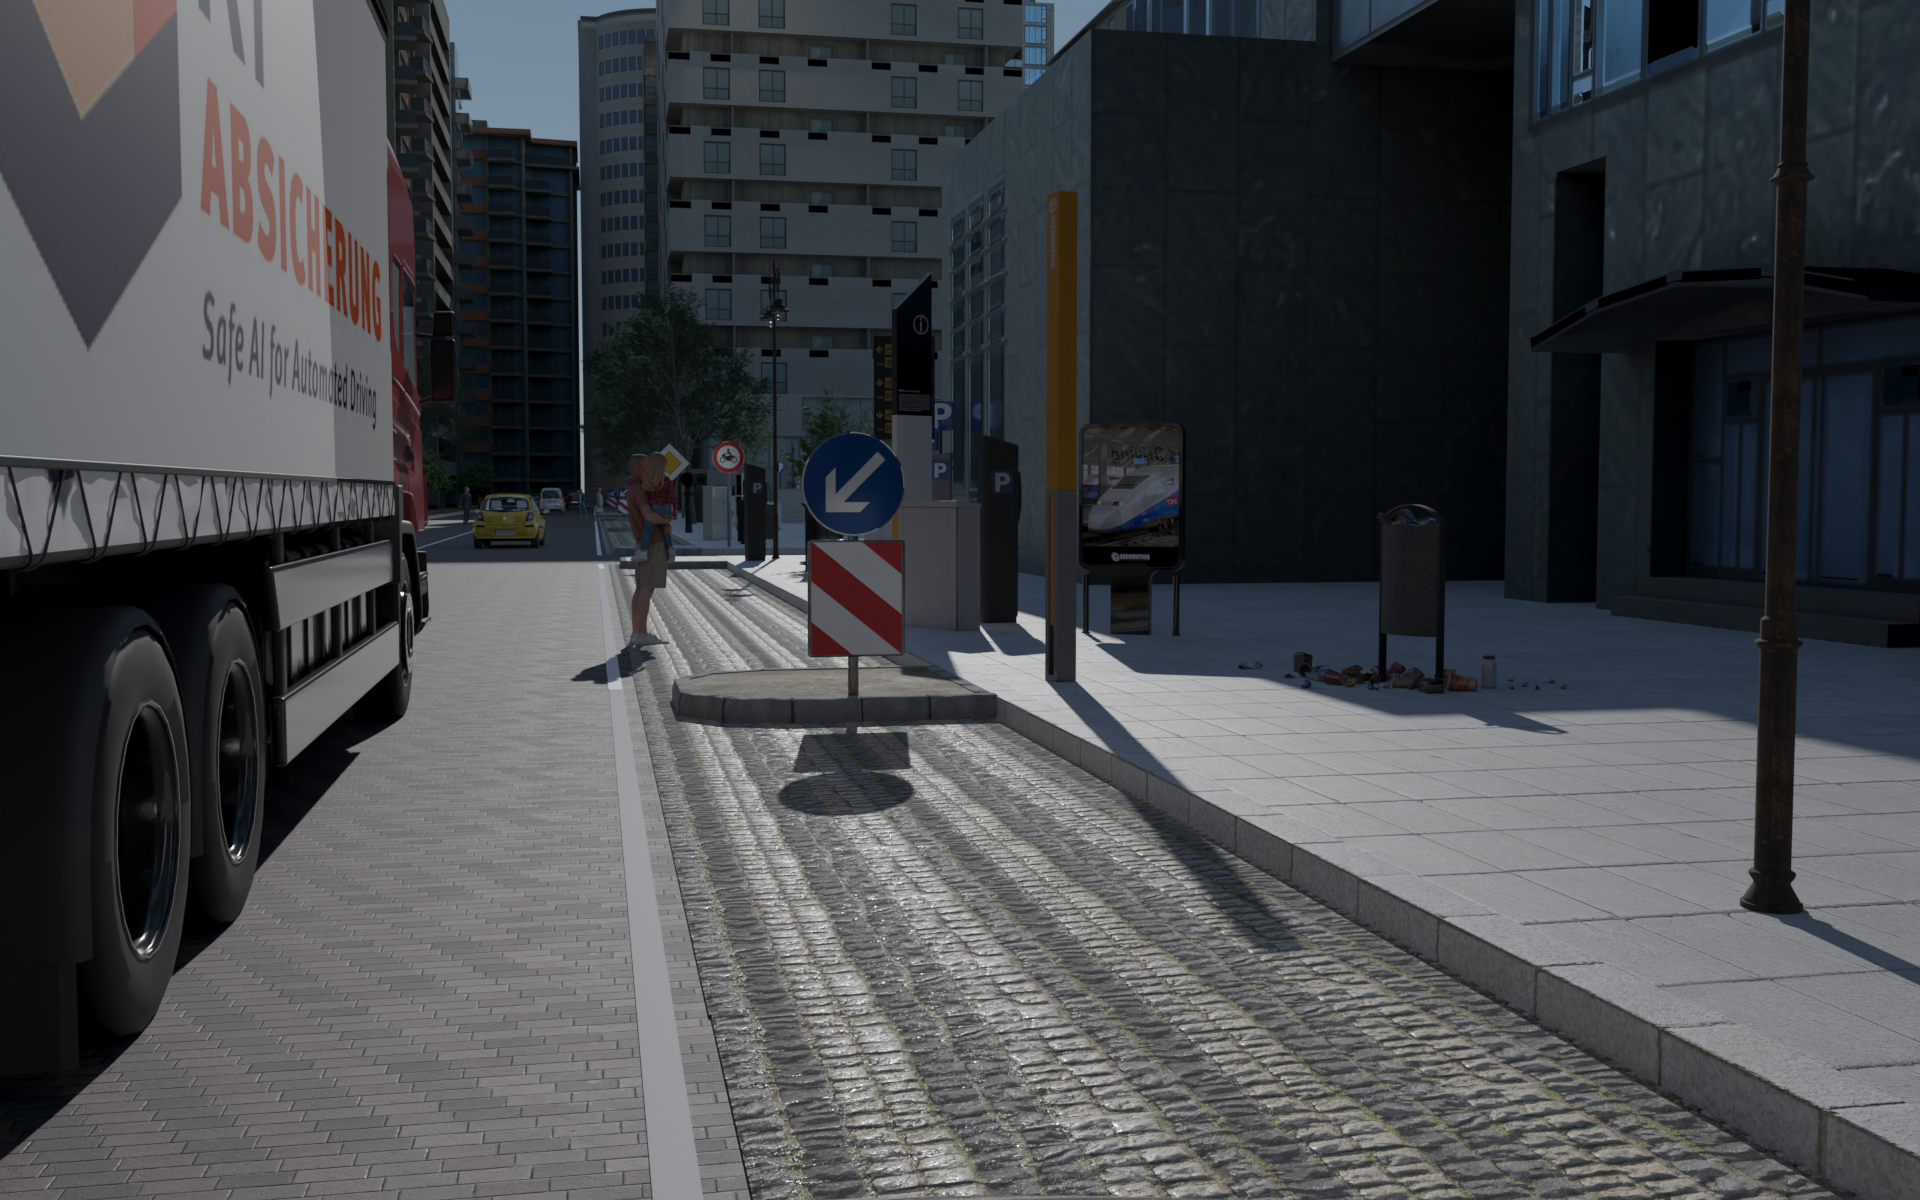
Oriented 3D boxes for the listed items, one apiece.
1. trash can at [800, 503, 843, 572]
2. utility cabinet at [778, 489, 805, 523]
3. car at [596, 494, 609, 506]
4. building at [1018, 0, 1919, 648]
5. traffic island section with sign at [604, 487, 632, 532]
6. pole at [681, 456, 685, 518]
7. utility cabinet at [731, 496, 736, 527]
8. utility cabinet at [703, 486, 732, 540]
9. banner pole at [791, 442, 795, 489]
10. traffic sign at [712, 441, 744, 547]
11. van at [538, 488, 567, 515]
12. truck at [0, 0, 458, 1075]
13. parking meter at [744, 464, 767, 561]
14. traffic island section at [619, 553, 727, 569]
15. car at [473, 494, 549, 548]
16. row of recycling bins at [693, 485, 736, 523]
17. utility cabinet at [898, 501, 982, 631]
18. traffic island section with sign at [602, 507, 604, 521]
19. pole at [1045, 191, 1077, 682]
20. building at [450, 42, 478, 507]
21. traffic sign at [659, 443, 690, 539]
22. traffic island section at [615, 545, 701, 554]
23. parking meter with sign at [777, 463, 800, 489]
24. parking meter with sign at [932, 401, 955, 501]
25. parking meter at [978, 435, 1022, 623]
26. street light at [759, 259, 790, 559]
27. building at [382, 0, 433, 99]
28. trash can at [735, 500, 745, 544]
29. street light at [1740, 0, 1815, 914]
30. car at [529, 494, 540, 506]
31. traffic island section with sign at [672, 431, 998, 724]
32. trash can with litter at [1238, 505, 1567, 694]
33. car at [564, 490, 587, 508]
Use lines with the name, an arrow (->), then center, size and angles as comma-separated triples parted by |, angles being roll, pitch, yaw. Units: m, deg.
trash can -> -2.142, -0.957, 27.306 | 0.748, 1.137, 0.748 | 0, 3, 0
utility cabinet -> -7.489, -4.176, 76.951 | 1.173, 1.500, 0.318 | 0, 4, 3
car -> -37.150, -10.364, 181.461 | 2.014, 1.417, 4.499 | -1, 4, -12
building -> 13.768, -43.211, 19.171 | 22.319, 86.520, 31.000 | -1, 4, -12
traffic island section with sign -> -12.453, -3.516, 66.107 | 1.989, 1.847, 2.006 | -1, 4, -12
pole -> -14.794, -6.033, 92.481 | 0.158, 3.312, 0.155 | 0, 3, 0
utility cabinet -> -9.004, -3.405, 66.836 | 1.020, 1.237, 0.306 | -3, 4, -36
utility cabinet -> -6.745, -2.419, 48.227 | 0.318, 1.500, 1.173 | 1, 4, 19
banner pole -> -7.952, -5.659, 82.549 | 0.401, 3.779, 0.863 | -1, 4, -15
traffic sign -> -5.571, -2.544, 41.706 | 0.768, 2.556, 0.104 | -1, 4, -9
van -> -28.535, -6.982, 121.161 | 2.013, 2.044, 4.112 | -1, 4, -11
truck -> -3.990, -1.139, 7.535 | 2.839, 4.237, 11.283 | -1, 4, -12
parking meter -> -3.931, -1.689, 33.331 | 0.399, 1.863, 0.255 | -2, 4, -27
traffic island section -> -5.696, -0.731, 34.228 | 2.009, 0.180, 2.903 | -1, 4, -12
car -> -12.256, -2.262, 47.215 | 2.015, 1.641, 3.980 | -1, 4, -10
row of recycling bins -> -10.559, -4.389, 78.871 | 3.534, 1.692, 1.069 | -2, 4, -35
utility cabinet -> -0.204, -0.334, 16.630 | 0.306, 1.237, 1.020 | -3, 4, -36
traffic island section with sign -> -18.061, -5.128, 92.475 | 1.989, 1.847, 2.006 | -1, 4, -12
pole -> 0.691, -1.099, 11.813 | 0.158, 3.312, 0.155 | 0, 3, 0
building -> -64.252, -33.780, 171.918 | 30.456, 49.044, 23.786 | -1, 4, -12
traffic sign -> -5.718, -1.866, 34.146 | 0.795, 2.450, 0.064 | -1, 4, -12
traffic island section -> -7.354, -1.208, 42.040 | 2.009, 0.180, 2.903 | -1, 4, -12
parking meter with sign -> -9.245, -6.098, 95.970 | 1.738, 3.016, 0.543 | 2, 4, 25
parking meter with sign -> -0.379, -2.172, 31.774 | 0.543, 3.016, 1.738 | 0, 4, 1
parking meter -> 0.392, -0.708, 17.289 | 0.399, 1.863, 0.255 | -1, 4, -17
street light -> -3.653, -3.755, 34.175 | 0.468, 5.910, 1.993 | -1, 4, -12
building -> -49.722, -28.712, 124.070 | 22.147, 44.769, 28.867 | -1, 4, -12
trash can -> -5.403, -2.002, 44.386 | 0.748, 1.137, 0.748 | 0, 3, 0
street light -> 2.517, -1.982, 5.194 | 0.468, 5.910, 1.993 | -1, 4, -12
car -> -43.527, -10.310, 177.371 | 1.959, 1.807, 4.718 | -1, 4, -11
traffic island section with sign -> -0.931, -0.189, 11.719 | 1.989, 1.847, 2.006 | -1, 4, -12
trash can with litter -> 2.890, -0.054, 11.948 | 1.678, 1.210, 2.233 | -2, 4, -33
car -> -39.009, -10.209, 175.595 | 2.281, 1.827, 5.304 | -1, 4, -12
